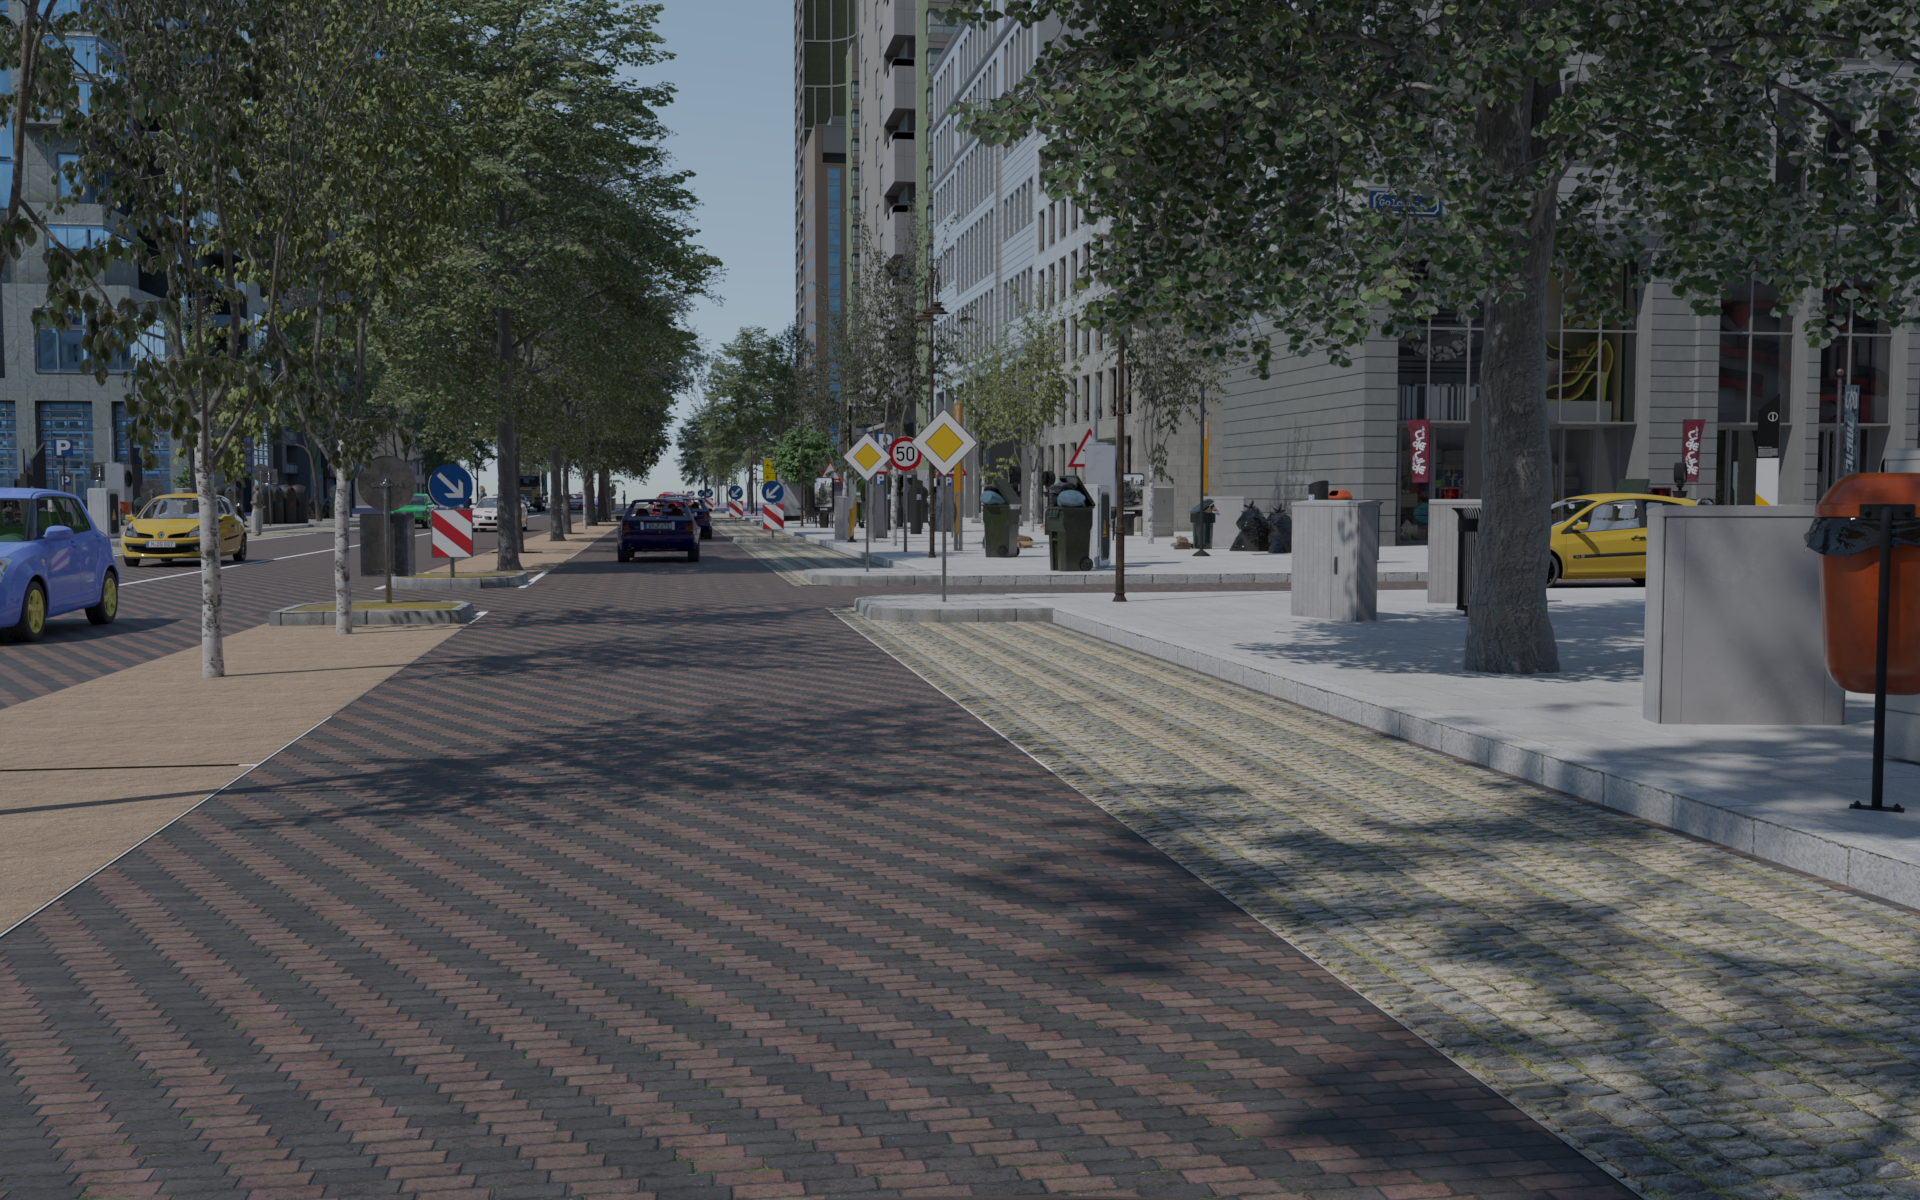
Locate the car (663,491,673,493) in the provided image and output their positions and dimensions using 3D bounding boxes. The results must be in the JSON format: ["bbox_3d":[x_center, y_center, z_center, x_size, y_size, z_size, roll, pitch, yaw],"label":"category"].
[{"bbox_3d":[-40.756,-14.252,241.687,2.281,1.827,5.304,-1,4,-11],"label":"car"}]

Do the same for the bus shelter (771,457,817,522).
[{"bbox_3d":[-7.558,-5.249,79.739,2.014,3.302,5.546,-1,4,-9],"label":"bus shelter"}]

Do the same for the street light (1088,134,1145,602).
[{"bbox_3d":[1.906,-2.917,20.482,0.468,5.910,1.993,-1,4,-10],"label":"street light"}]

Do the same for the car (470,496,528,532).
[{"bbox_3d":[-17.776,-3.333,66.858,2.083,1.381,4.827,-1,4,-9],"label":"car"}]

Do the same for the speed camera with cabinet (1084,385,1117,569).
[{"bbox_3d":[2.423,-2.225,30.715,0.660,3.252,2.038,1,4,17],"label":"speed camera with cabinet"}]

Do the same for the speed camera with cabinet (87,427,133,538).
[{"bbox_3d":[-24.883,-3.449,50.733,0.660,3.252,2.038,0,4,-6],"label":"speed camera with cabinet"}]

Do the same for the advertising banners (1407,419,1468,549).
[{"bbox_3d":[11.394,-2.688,40.143,2.074,3.025,0.090,2,4,25],"label":"advertising banners"}]

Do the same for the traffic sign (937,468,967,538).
[{"bbox_3d":[-0.227,-3.107,50.808,0.884,2.594,0.081,0,4,-8],"label":"traffic sign"}]

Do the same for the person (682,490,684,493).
[{"bbox_3d":[-30.605,-11.214,191.814,0.705,1.831,1.348,-2,4,-30],"label":"person"}]

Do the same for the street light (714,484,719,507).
[{"bbox_3d":[-27.098,-13.381,191.563,0.468,5.910,1.993,-1,4,-10],"label":"street light"}]

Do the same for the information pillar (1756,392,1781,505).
[{"bbox_3d":[18.739,-2.984,40.143,0.504,3.616,0.183,3,4,38],"label":"information pillar"}]

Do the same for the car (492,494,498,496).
[{"bbox_3d":[-28.905,-5.974,109.473,2.131,1.459,4.920,-1,4,-10],"label":"car"}]

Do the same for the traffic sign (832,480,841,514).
[{"bbox_3d":[-6.241,-5.177,84.654,0.884,2.594,0.081,0,4,-1],"label":"traffic sign"}]

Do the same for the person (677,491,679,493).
[{"bbox_3d":[-40.435,-14.664,248.243,1.348,1.826,0.705,3,5,40],"label":"person"}]

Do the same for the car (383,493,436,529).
[{"bbox_3d":[-23.063,-3.908,72.686,1.959,1.807,4.718,-1,4,-11],"label":"car"}]

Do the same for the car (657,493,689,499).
[{"bbox_3d":[-12.347,-4.012,74.632,2.155,1.783,4.494,-1,4,-11],"label":"car"}]

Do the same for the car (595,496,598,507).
[{"bbox_3d":[-40.479,-11.438,196.602,1.945,1.707,3.694,0,4,-8],"label":"car"}]

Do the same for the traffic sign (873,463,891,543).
[{"bbox_3d":[-2.256,-2.790,45.626,0.884,2.594,0.081,-1,4,-9],"label":"traffic sign"}]

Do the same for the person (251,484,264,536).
[{"bbox_3d":[-23.834,-3.036,58.687,0.362,1.759,0.519,1,4,10],"label":"person"}]

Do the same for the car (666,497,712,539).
[{"bbox_3d":[-9.000,-2.673,56.283,1.945,1.354,3.894,-1,4,-11],"label":"car"}]

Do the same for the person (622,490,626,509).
[{"bbox_3d":[-32.921,-9.854,169.702,0.705,1.814,1.350,0,4,0],"label":"person"}]

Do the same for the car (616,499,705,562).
[{"bbox_3d":[-6.559,-1.547,37.878,1.945,1.354,3.894,-1,4,-8],"label":"car"}]

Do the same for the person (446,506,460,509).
[{"bbox_3d":[-13.111,-2.213,44.952,0.793,1.790,0.793,-3,5,-43],"label":"person"}]

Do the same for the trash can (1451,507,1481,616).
[{"bbox_3d":[5.546,-0.401,18.218,0.748,1.137,0.748,0,3,0],"label":"trash can"}]

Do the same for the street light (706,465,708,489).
[{"bbox_3d":[-32.940,-15.483,225.941,0.468,5.910,1.993,-1,4,-10],"label":"street light"}]

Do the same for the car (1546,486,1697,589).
[{"bbox_3d":[9.721,-1.013,26.792,3.980,1.641,2.015,-1,4,-9],"label":"car"}]

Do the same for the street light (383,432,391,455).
[{"bbox_3d":[-33.414,-7.833,100.861,0.468,5.910,1.993,-1,4,-10],"label":"street light"}]

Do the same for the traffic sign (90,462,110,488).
[{"bbox_3d":[-27.588,-3.271,55.611,0.606,2.300,0.079,0,4,-7],"label":"traffic sign"}]

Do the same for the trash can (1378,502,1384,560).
[{"bbox_3d":[7.493,-1.258,32.218,0.748,1.137,0.748,0,3,0],"label":"trash can"}]

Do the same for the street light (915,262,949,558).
[{"bbox_3d":[-0.561,-3.784,34.662,0.468,5.910,1.993,-1,4,-10],"label":"street light"}]

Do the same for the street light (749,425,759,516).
[{"bbox_3d":[-13.163,-8.344,109.217,0.468,5.910,1.993,-1,4,-10],"label":"street light"}]

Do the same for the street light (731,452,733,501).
[{"bbox_3d":[-18.870,-10.408,142.960,0.468,5.910,1.993,-1,4,-10],"label":"street light"}]

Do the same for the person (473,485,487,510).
[{"bbox_3d":[-20.356,-3.979,73.734,0.728,1.800,0.709,1,4,22],"label":"person"}]

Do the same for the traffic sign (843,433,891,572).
[{"bbox_3d":[-1.525,-1.515,28.406,0.795,2.450,0.064,-1,4,-10],"label":"traffic sign"}]

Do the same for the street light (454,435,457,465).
[{"bbox_3d":[-39.179,-9.899,134.637,0.468,5.910,1.993,-1,4,-10],"label":"street light"}]

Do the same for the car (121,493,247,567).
[{"bbox_3d":[-15.902,-1.551,35.577,2.015,1.641,3.980,-1,4,-11],"label":"car"}]

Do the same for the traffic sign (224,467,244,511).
[{"bbox_3d":[-28.617,-4.174,68.346,0.768,2.556,0.104,0,4,-7],"label":"traffic sign"}]

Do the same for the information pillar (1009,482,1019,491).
[{"bbox_3d":[1.983,-3.613,63.568,0.304,2.012,0.304,-2,4,-25],"label":"information pillar"}]

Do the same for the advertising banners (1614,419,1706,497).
[{"bbox_3d":[16.362,-2.711,40.513,2.074,3.025,0.090,0,4,1],"label":"advertising banners"}]

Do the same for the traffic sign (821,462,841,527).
[{"bbox_3d":[-4.987,-4.075,66.632,0.884,2.594,0.081,0,4,-1],"label":"traffic sign"}]

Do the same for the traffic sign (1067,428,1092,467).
[{"bbox_3d":[2.560,-2.101,34.351,0.884,2.594,0.081,0,4,-7],"label":"traffic sign"}]

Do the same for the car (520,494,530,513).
[{"bbox_3d":[-33.590,-7.294,131.053,2.131,1.459,4.920,-1,4,-9],"label":"car"}]

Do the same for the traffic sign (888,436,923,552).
[{"bbox_3d":[-1.209,-2.339,38.353,0.768,2.556,0.104,0,4,-3],"label":"traffic sign"}]

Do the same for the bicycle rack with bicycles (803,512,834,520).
[{"bbox_3d":[-7.495,-4.538,87.573,2.925,0.926,2.852,-2,4,-32],"label":"bicycle rack with bicycles"}]

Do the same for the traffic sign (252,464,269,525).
[{"bbox_3d":[-29.201,-4.421,72.395,0.768,2.556,0.104,0,4,-2],"label":"traffic sign"}]

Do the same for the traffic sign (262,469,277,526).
[{"bbox_3d":[-27.864,-4.146,69.913,0.606,2.300,0.079,0,4,-1],"label":"traffic sign"}]

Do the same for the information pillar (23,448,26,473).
[{"bbox_3d":[-47.819,-5.945,88.557,0.183,3.616,0.504,-2,4,-30],"label":"information pillar"}]

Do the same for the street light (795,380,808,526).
[{"bbox_3d":[-6.266,-5.858,68.563,0.468,5.910,1.993,-1,4,-10],"label":"street light"}]

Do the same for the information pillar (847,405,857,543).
[{"bbox_3d":[-2.849,-3.333,45.852,0.183,3.616,0.504,1,4,11],"label":"information pillar"}]

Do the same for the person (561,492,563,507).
[{"bbox_3d":[-44.012,-11.130,191.297,1.217,1.723,0.721,3,5,42],"label":"person"}]

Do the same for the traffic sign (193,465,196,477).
[{"bbox_3d":[-28.404,-3.974,65.073,0.768,2.556,0.104,-1,4,-9],"label":"traffic sign"}]

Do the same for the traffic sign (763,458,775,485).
[{"bbox_3d":[-9.932,-6.331,97.379,2.265,3.308,0.079,0,4,-7],"label":"traffic sign"}]

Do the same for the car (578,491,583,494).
[{"bbox_3d":[-50.270,-13.636,231.617,2.281,1.827,5.304,-1,4,-10],"label":"car"}]

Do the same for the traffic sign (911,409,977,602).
[{"bbox_3d":[-0.190,-1.033,20.533,0.795,2.450,0.064,-1,4,-10],"label":"traffic sign"}]

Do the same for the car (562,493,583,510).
[{"bbox_3d":[-29.807,-7.681,134.623,2.155,1.783,4.494,-1,4,-9],"label":"car"}]

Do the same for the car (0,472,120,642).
[{"bbox_3d":[-9.982,-0.498,17.735,1.945,1.707,3.694,-1,4,-10],"label":"car"}]
